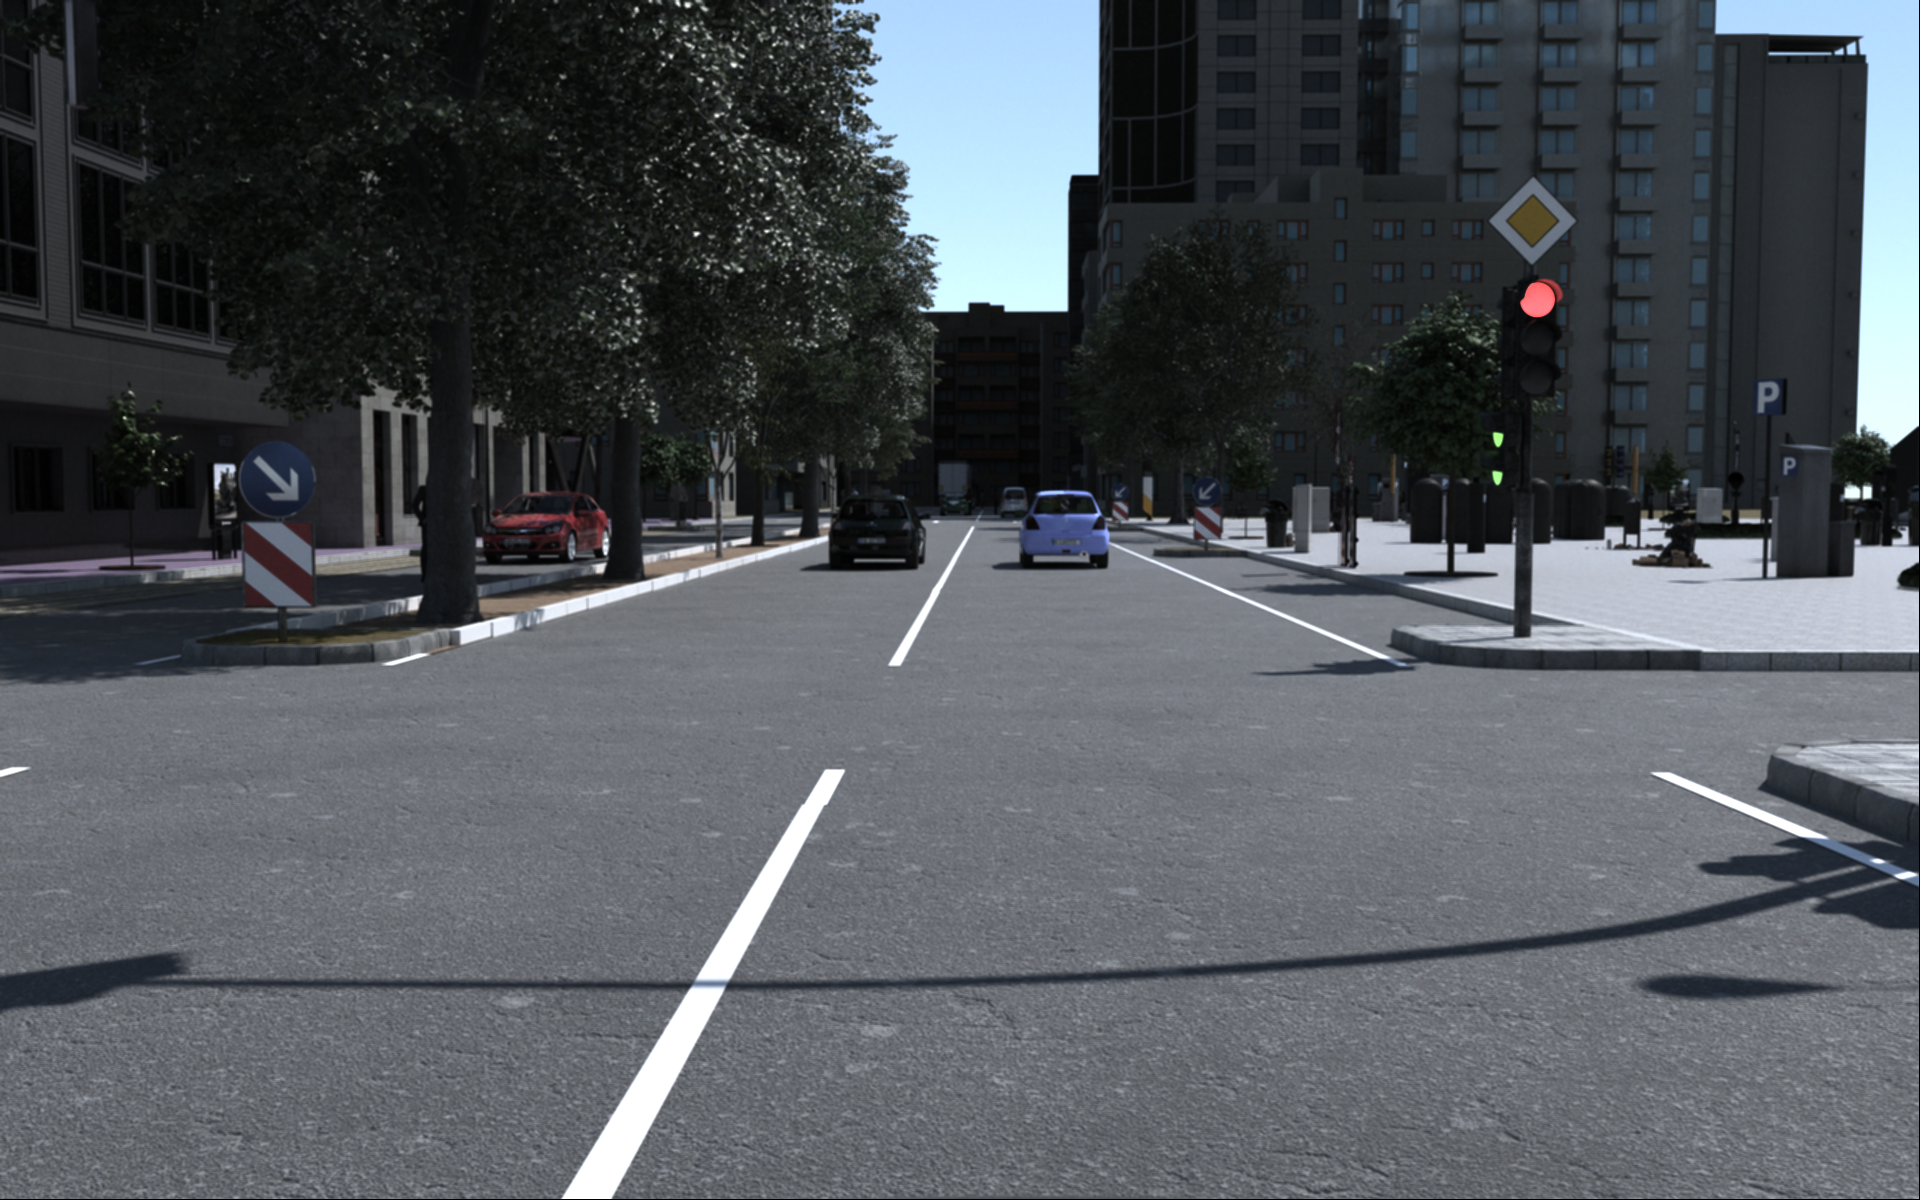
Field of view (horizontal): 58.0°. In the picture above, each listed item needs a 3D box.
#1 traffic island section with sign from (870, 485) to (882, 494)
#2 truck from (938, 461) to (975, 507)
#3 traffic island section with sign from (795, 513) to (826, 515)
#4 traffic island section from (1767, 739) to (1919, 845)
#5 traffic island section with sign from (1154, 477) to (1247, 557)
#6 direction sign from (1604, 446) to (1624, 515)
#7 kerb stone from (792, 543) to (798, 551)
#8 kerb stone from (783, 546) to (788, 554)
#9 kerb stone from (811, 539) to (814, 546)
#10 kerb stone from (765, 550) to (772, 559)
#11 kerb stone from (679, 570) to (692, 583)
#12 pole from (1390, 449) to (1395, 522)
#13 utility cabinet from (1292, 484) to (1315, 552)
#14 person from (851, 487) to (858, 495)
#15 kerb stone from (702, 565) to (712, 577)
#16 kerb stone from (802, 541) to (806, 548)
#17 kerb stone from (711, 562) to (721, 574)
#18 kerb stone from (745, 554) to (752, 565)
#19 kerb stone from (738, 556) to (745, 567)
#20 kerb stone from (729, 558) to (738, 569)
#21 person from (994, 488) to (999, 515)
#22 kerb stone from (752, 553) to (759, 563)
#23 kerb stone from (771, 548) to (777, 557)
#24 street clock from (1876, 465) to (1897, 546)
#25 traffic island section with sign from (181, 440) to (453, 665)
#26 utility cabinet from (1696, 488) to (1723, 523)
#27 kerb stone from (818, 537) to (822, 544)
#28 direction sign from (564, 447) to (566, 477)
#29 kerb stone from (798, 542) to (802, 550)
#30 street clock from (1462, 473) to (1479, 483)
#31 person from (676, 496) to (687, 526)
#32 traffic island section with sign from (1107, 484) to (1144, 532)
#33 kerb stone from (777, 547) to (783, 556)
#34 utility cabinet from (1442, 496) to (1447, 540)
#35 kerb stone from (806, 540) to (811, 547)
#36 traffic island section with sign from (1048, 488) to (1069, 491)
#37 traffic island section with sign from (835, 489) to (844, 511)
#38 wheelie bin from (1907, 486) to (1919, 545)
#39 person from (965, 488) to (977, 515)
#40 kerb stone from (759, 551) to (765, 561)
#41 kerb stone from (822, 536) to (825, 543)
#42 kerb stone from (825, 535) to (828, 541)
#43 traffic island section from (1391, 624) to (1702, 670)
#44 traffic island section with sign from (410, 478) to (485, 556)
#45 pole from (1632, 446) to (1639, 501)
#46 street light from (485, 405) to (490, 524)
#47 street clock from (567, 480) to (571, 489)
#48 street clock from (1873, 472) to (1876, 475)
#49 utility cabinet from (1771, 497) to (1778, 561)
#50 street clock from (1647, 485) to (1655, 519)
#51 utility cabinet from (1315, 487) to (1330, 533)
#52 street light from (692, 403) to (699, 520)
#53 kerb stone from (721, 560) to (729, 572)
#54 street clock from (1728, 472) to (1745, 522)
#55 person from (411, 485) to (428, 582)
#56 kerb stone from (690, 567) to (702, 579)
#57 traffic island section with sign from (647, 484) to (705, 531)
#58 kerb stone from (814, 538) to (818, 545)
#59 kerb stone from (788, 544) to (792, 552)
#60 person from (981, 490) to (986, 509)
[{"bbox_3d":[-4.430,-5.041,90.556,2.006,1.907,1.989,0,4,1],"label":"traffic island section with sign"},{"bbox_3d":[-0.317,-9.943,151.485,2.839,4.237,11.283,0,4,3],"label":"truck"},{"bbox_3d":[-10.147,-6.686,117.944,1.989,1.847,2.006,0,4,1],"label":"traffic island section with sign"},{"bbox_3d":[4.929,0.899,7.585,2.009,0.180,2.903,0,4,1],"label":"traffic island section"},{"bbox_3d":[5.529,-1.929,40.163,1.989,1.847,2.006,0,4,1],"label":"traffic island section with sign"},{"bbox_3d":[30.849,-5.488,81.725,0.876,3.537,0.379,2,4,34],"label":"direction sign"},{"bbox_3d":[-4.250,-1.295,43.436,0.120,0.150,1.000,0,4,1],"label":"kerb stone"},{"bbox_3d":[-4.296,-1.174,41.384,0.120,0.150,1.000,0,4,1],"label":"kerb stone"},{"bbox_3d":[-4.183,-1.545,47.547,0.120,0.150,1.000,0,4,1],"label":"kerb stone"},{"bbox_3d":[-4.349,-0.981,38.318,0.120,0.150,1.000,0,4,1],"label":"kerb stone"},{"bbox_3d":[-4.540,-0.360,28.080,0.120,0.150,1.000,0,4,1],"label":"kerb stone"},{"bbox_3d":[19.733,-5.206,78.960,0.158,3.312,0.155,0,3,0],"label":"pole"},{"bbox_3d":[7.557,-1.803,38.166,0.318,1.500,1.173,1,4,14],"label":"utility cabinet"},{"bbox_3d":[-6.285,-5.663,100.956,0.599,1.838,0.709,-3,5,-41],"label":"person"},{"bbox_3d":[-4.495,-0.484,30.127,0.120,0.150,1.000,0,4,1],"label":"kerb stone"},{"bbox_3d":[-4.219,-1.424,45.483,0.120,0.150,1.000,0,4,1],"label":"kerb stone"},{"bbox_3d":[-4.486,-0.548,31.150,0.120,0.150,1.000,0,4,1],"label":"kerb stone"},{"bbox_3d":[-4.406,-0.795,35.245,0.120,0.150,1.000,0,4,1],"label":"kerb stone"},{"bbox_3d":[-4.432,-0.736,34.223,0.120,0.150,1.000,0,4,1],"label":"kerb stone"},{"bbox_3d":[-4.441,-0.673,33.200,0.120,0.150,1.000,0,4,1],"label":"kerb stone"},{"bbox_3d":[2.557,-6.914,121.485,0.705,1.831,1.348,0,4,-2],"label":"person"},{"bbox_3d":[-4.398,-0.858,36.267,0.120,0.150,1.000,0,4,1],"label":"kerb stone"},{"bbox_3d":[-4.331,-1.048,39.340,0.120,0.150,1.000,0,4,1],"label":"kerb stone"},{"bbox_3d":[22.845,-2.328,42.625,0.358,2.002,0.471,1,4,13],"label":"street clock"},{"bbox_3d":[-5.810,-0.446,15.430,2.006,1.907,1.989,0,4,1],"label":"traffic island section with sign"},{"bbox_3d":[28.386,-3.480,65.577,1.173,1.500,0.318,-2,4,-32],"label":"utility cabinet"},{"bbox_3d":[-4.137,-1.676,49.593,0.120,0.150,1.000,0,4,1],"label":"kerb stone"},{"bbox_3d":[-19.232,-5.649,84.360,0.379,3.537,0.876,-1,4,-9],"label":"direction sign"},{"bbox_3d":[-4.236,-1.362,44.461,0.120,0.150,1.000,0,4,1],"label":"kerb stone"},{"bbox_3d":[15.155,-2.867,51.443,0.471,2.002,0.358,-2,4,-31],"label":"street clock"},{"bbox_3d":[-11.553,-3.829,71.653,0.519,1.759,0.362,1,4,17],"label":"person"},{"bbox_3d":[6.040,-3.577,67.114,1.989,1.847,2.006,0,4,1],"label":"traffic island section with sign"},{"bbox_3d":[-4.314,-1.110,40.362,0.120,0.150,1.000,0,4,1],"label":"kerb stone"},{"bbox_3d":[13.833,-2.304,48.835,1.020,1.237,0.306,-1,4,-21],"label":"utility cabinet"},{"bbox_3d":[-4.194,-1.486,46.517,0.120,0.150,1.000,0,4,1],"label":"kerb stone"},{"bbox_3d":[6.958,-6.647,117.306,1.989,1.847,2.006,0,4,1],"label":"traffic island section with sign"},{"bbox_3d":[-9.648,-8.348,145.118,1.989,1.847,2.006,0,4,1],"label":"traffic island section with sign"},{"bbox_3d":[24.053,-2.164,43.287,0.693,1.594,0.980,1,4,20],"label":"wheelie bin"},{"bbox_3d":[0.648,-6.608,116.475,0.705,1.831,1.348,-3,4,-36],"label":"person"},{"bbox_3d":[-4.369,-0.923,37.296,0.120,0.150,1.000,0,4,1],"label":"kerb stone"},{"bbox_3d":[-4.129,-1.736,50.616,0.120,0.150,1.000,0,4,1],"label":"kerb stone"},{"bbox_3d":[-4.108,-1.801,51.645,0.120,0.150,1.000,0,4,1],"label":"kerb stone"},{"bbox_3d":[5.076,0.411,15.569,2.009,0.180,2.903,0,4,1],"label":"traffic island section"},{"bbox_3d":[-11.573,-1.949,40.488,1.989,1.847,2.006,0,4,1],"label":"traffic island section with sign"},{"bbox_3d":[28.748,-4.887,73.743,0.158,3.312,0.155,0,3,0],"label":"pole"},{"bbox_3d":[-13.282,-4.774,50.592,1.470,5.913,1.316,0,4,1],"label":"street light"},{"bbox_3d":[-20.175,-5.177,89.213,0.358,2.002,0.471,-1,4,-20],"label":"street clock"},{"bbox_3d":[28.429,-2.990,53.459,0.358,2.002,0.471,-2,4,-33],"label":"street clock"},{"bbox_3d":[15.996,-1.350,33.236,1.020,1.237,0.306,-2,4,-33],"label":"utility cabinet"},{"bbox_3d":[35.065,-5.095,87.875,0.471,2.002,0.358,-2,4,-34],"label":"street clock"},{"bbox_3d":[11.486,-2.934,56.653,1.173,1.500,0.318,0,4,4],"label":"utility cabinet"},{"bbox_3d":[-12.543,-6.914,85.578,1.470,5.913,1.316,0,4,1],"label":"street light"},{"bbox_3d":[-4.465,-0.610,32.172,0.120,0.150,1.000,0,4,1],"label":"kerb stone"},{"bbox_3d":[25.171,-3.157,56.179,0.471,2.002,0.358,3,4,37],"label":"street clock"},{"bbox_3d":[-8.576,-1.250,28.299,0.474,1.900,0.648,2,4,32],"label":"person"},{"bbox_3d":[-4.529,-0.423,29.105,0.120,0.150,1.000,0,4,1],"label":"kerb stone"},{"bbox_3d":[-11.071,-3.618,67.790,1.989,1.847,2.006,0,4,1],"label":"traffic island section with sign"},{"bbox_3d":[-4.167,-1.607,48.569,0.120,0.150,1.000,0,4,1],"label":"kerb stone"},{"bbox_3d":[-4.283,-1.231,42.411,0.120,0.150,1.000,0,4,1],"label":"kerb stone"},{"bbox_3d":[2.168,-9.453,163.061,0.705,1.824,1.348,-1,4,-17],"label":"person"}]
